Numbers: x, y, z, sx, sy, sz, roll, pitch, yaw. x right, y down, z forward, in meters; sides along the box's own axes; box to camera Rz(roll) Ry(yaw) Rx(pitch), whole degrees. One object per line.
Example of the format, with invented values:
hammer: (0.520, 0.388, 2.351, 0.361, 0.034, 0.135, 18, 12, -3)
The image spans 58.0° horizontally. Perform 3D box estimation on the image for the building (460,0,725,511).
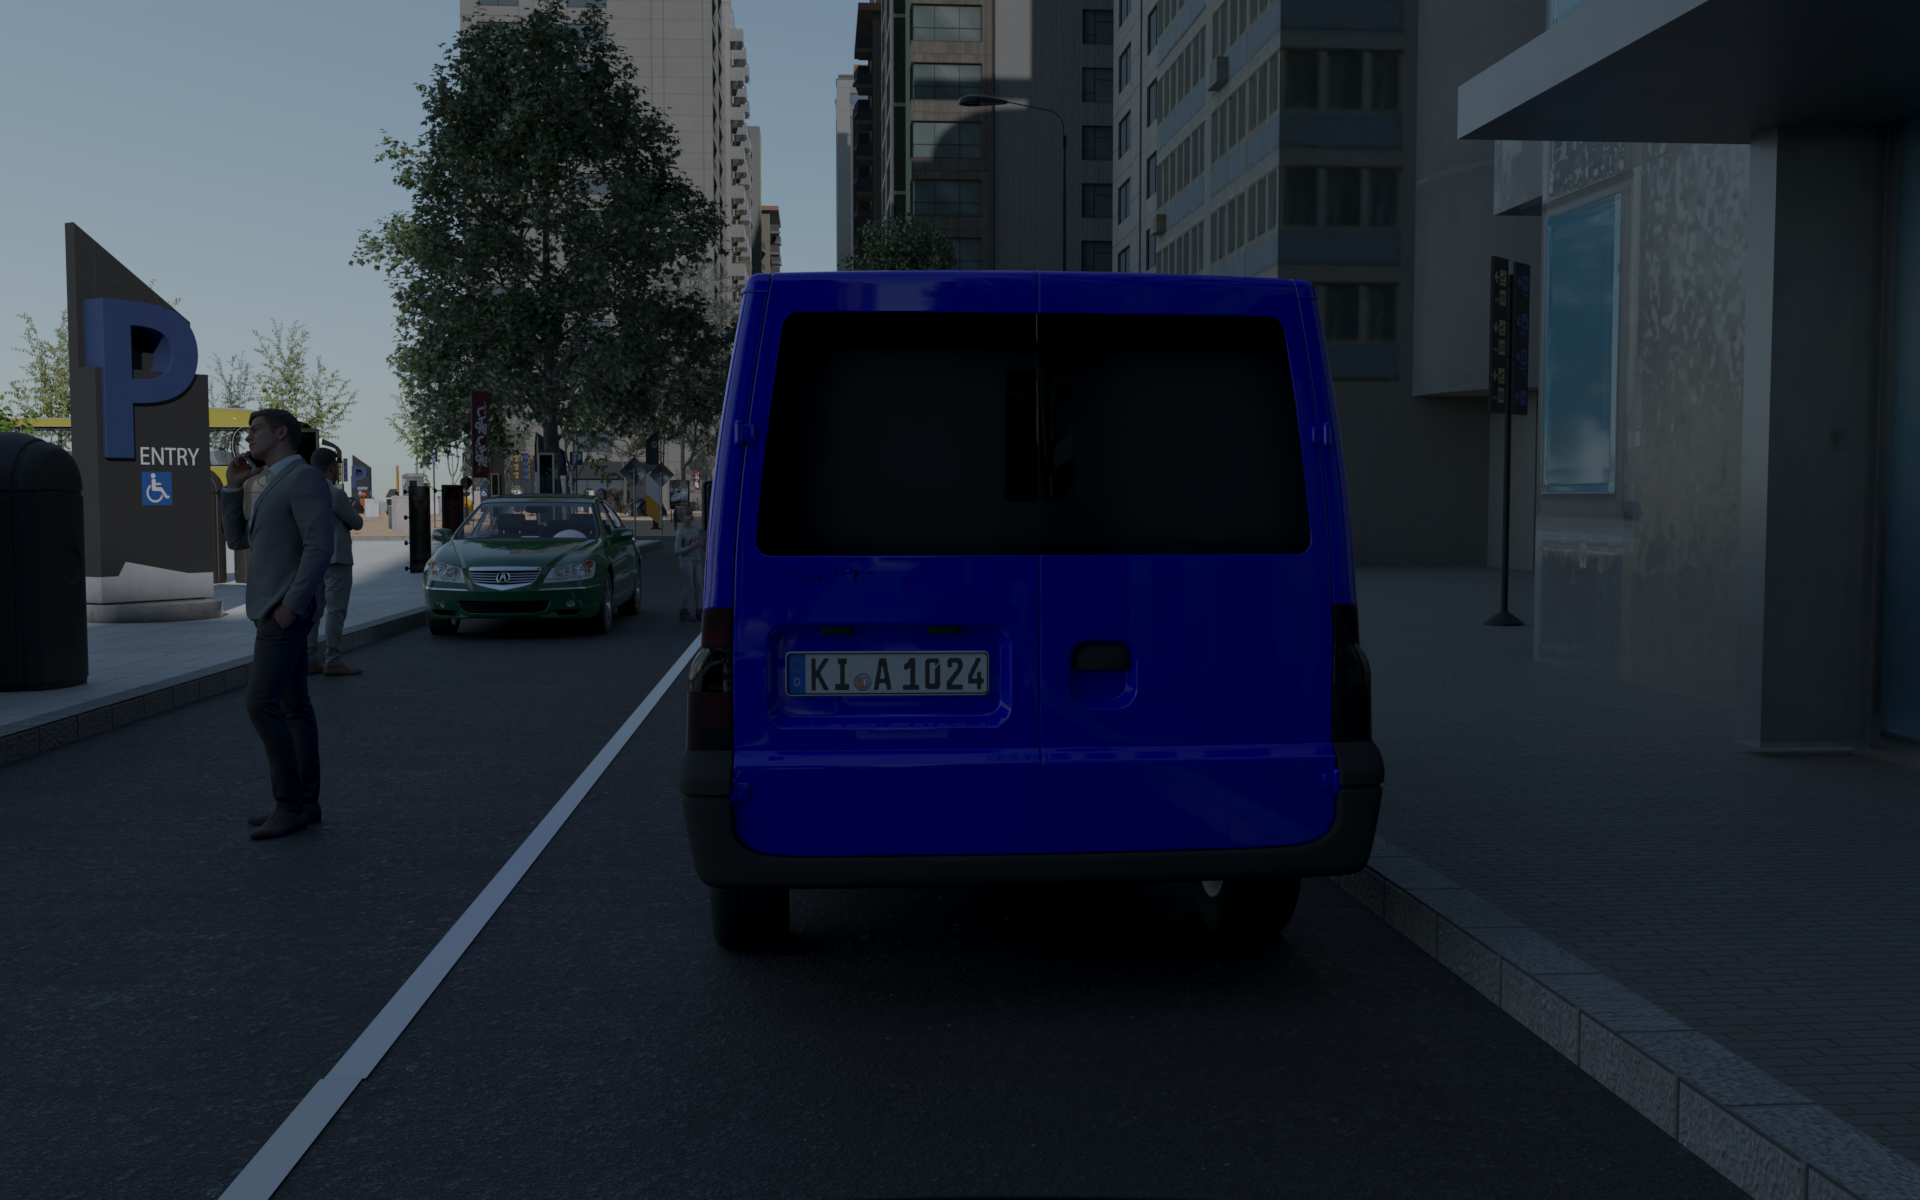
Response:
building: (-27.126, -42.756, 137.312, 20.563, 71.187, 20.611, 0, 4, -5)

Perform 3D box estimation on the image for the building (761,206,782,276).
building: (-37.329, -36.700, 254.662, 22.147, 44.769, 28.867, 0, 4, -5)

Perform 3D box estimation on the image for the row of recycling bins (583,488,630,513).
row of recycling bins: (-24.265, -6.841, 118.958, 3.534, 1.692, 1.069, 1, 4, 17)

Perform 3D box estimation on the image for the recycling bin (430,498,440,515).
recycling bin: (-31.896, -5.666, 105.188, 0.722, 1.027, 0.722, 0, 4, 6)

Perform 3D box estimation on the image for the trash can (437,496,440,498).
trash can: (-36.370, -6.731, 121.702, 0.748, 1.137, 0.748, 0, 3, 0)

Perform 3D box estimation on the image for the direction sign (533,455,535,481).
direction sign: (-25.071, -6.692, 101.412, 0.876, 3.537, 0.379, 2, 4, 25)

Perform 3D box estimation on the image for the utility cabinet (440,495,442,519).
utility cabinet: (-26.295, -4.786, 89.408, 1.020, 1.237, 0.306, -2, 4, -24)

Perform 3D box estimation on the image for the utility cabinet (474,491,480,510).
utility cabinet: (-29.791, -6.082, 108.112, 1.173, 1.500, 0.318, 2, 4, 28)

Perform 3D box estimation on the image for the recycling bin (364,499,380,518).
recycling bin: (-31.144, -4.842, 91.717, 0.722, 1.027, 0.722, -1, 4, -22)

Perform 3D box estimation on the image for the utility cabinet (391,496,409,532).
utility cabinet: (-18.655, -2.896, 58.508, 0.306, 1.237, 1.020, 3, 5, 43)

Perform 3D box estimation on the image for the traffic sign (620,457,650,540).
traffic sign: (-8.726, -2.620, 46.486, 0.795, 2.450, 0.064, 0, 4, -5)

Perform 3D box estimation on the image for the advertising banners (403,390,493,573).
advertising banners: (-8.463, -1.994, 28.794, 0.090, 3.025, 2.074, 2, 4, 27)

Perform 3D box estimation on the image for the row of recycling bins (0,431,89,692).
row of recycling bins: (-7.005, -0.199, 10.366, 1.069, 1.692, 3.534, 2, 4, 33)

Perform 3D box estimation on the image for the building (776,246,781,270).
building: (-35.720, -36.258, 276.408, 14.154, 41.232, 14.086, 0, 4, -5)

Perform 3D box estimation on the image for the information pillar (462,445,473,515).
information pillar: (-23.304, -5.543, 81.980, 0.504, 3.616, 0.183, 1, 4, 17)

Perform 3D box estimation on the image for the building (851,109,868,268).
building: (-5.405, -33.520, 198.158, 14.600, 45.320, 14.200, 0, 4, -5)

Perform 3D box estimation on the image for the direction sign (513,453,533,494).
direction sign: (-24.358, -6.366, 96.086, 0.876, 3.537, 0.379, 0, 4, -1)

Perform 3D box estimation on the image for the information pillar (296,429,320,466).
information pillar: (-7.394, -0.925, 19.612, 0.304, 2.012, 0.304, -1, 4, -20)

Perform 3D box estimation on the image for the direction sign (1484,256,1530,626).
direction sign: (5.335, -1.522, 16.875, 0.379, 3.537, 0.876, 3, 5, 40)

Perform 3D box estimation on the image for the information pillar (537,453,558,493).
information pillar: (-7.358, -1.619, 30.969, 0.304, 2.012, 0.304, 0, 4, 0)

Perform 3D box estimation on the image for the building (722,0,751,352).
building: (-31.171, -33.258, 163.378, 23.786, 49.044, 30.456, 0, 4, -5)

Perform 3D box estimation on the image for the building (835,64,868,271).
building: (-6.962, -43.018, 245.338, 21.231, 58.520, 28.212, 0, 4, -5)

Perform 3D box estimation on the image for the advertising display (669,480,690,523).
advertising display: (-12.603, -4.442, 77.837, 0.974, 1.923, 0.123, 1, 4, 19)

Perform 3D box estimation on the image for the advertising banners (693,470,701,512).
advertising banners: (-18.286, -7.902, 125.381, 2.074, 3.025, 0.090, 0, 4, 1)

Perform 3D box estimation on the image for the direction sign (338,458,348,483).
direction sign: (-39.097, -7.199, 109.705, 0.876, 3.537, 0.379, 2, 4, 26)

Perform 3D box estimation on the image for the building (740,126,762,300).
building: (-28.565, -30.761, 186.530, 14.154, 41.232, 14.086, 0, 4, -5)

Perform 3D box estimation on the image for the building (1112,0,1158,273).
building: (3.283, -41.202, 111.904, 20.563, 71.187, 20.611, 0, 4, -5)

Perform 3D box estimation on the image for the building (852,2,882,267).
building: (1.582, -30.661, 155.926, 22.147, 44.769, 28.867, 0, 4, -5)

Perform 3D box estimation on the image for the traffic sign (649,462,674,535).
traffic sign: (-9.377, -3.107, 54.445, 0.795, 2.450, 0.064, 0, 4, -5)

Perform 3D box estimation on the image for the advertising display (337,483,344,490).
advertising display: (-37.693, -6.120, 105.283, 0.974, 1.923, 0.123, 3, 5, 45)

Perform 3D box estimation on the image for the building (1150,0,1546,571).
building: (17.373, -21.030, 35.728, 32.217, 40.220, 23.993, 0, 4, -5)

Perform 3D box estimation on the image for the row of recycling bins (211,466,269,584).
row of recycling bins: (-11.419, -1.076, 24.705, 3.534, 1.692, 1.069, -1, 4, -21)

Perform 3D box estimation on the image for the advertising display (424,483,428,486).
advertising display: (-30.436, -5.642, 97.464, 0.974, 1.923, 0.123, -1, 4, -15)

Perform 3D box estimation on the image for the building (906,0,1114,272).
building: (4.303, -19.065, 83.418, 14.160, 30.474, 14.107, 0, 4, -5)

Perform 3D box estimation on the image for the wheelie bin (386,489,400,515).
wheelie bin: (-34.644, -5.991, 105.853, 0.980, 1.594, 0.693, 2, 4, 31)

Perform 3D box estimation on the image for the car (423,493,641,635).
car: (-4.629, -0.455, 19.229, 2.131, 1.459, 4.920, 0, 4, -4)

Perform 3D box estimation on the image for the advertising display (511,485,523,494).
advertising display: (-30.828, -7.058, 120.618, 0.974, 1.923, 0.123, 2, 4, 25)

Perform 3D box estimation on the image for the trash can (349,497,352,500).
trash can: (-30.931, -4.614, 87.093, 0.748, 1.137, 0.748, 0, 3, 0)

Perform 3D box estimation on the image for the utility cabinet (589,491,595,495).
utility cabinet: (-22.809, -6.033, 107.322, 0.318, 1.500, 1.173, 0, 4, -8)
